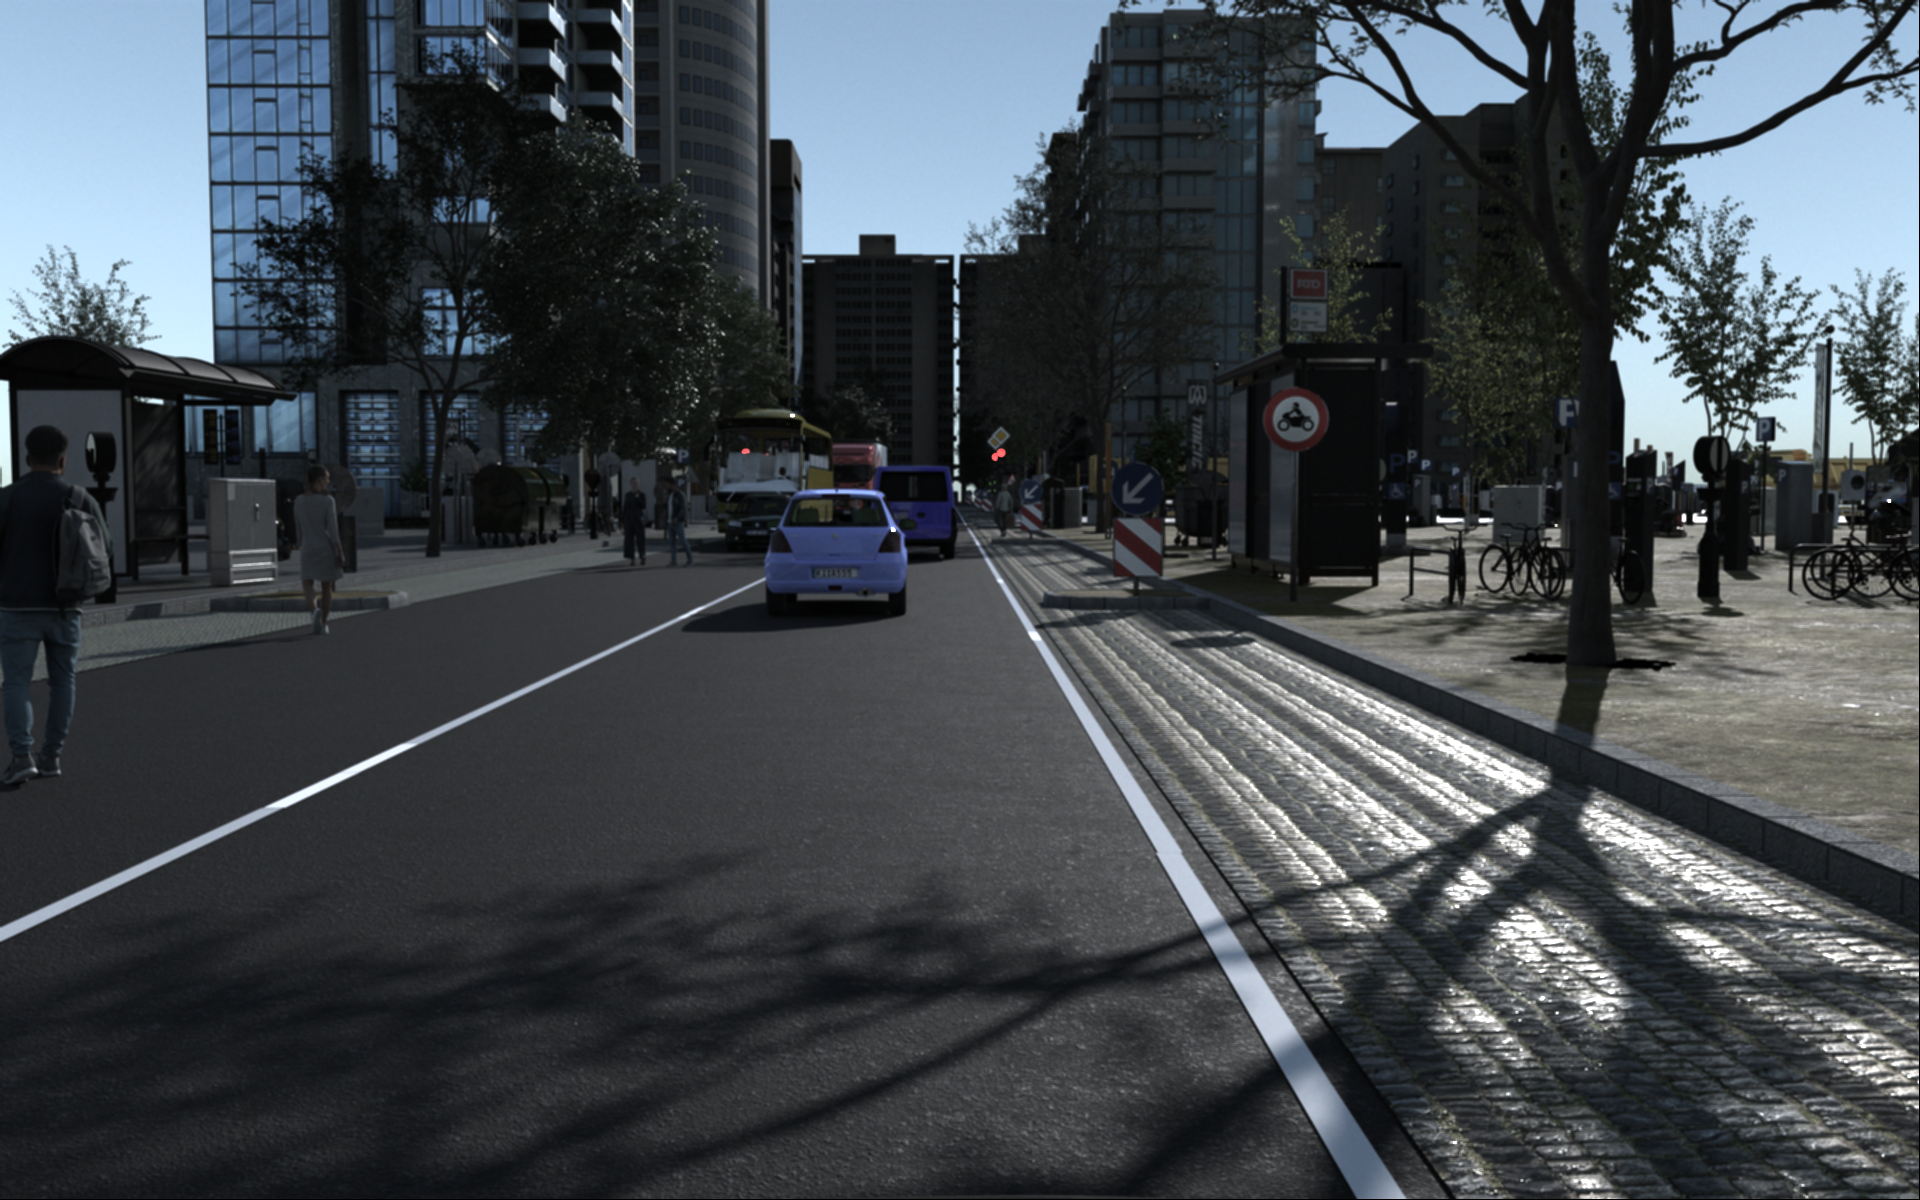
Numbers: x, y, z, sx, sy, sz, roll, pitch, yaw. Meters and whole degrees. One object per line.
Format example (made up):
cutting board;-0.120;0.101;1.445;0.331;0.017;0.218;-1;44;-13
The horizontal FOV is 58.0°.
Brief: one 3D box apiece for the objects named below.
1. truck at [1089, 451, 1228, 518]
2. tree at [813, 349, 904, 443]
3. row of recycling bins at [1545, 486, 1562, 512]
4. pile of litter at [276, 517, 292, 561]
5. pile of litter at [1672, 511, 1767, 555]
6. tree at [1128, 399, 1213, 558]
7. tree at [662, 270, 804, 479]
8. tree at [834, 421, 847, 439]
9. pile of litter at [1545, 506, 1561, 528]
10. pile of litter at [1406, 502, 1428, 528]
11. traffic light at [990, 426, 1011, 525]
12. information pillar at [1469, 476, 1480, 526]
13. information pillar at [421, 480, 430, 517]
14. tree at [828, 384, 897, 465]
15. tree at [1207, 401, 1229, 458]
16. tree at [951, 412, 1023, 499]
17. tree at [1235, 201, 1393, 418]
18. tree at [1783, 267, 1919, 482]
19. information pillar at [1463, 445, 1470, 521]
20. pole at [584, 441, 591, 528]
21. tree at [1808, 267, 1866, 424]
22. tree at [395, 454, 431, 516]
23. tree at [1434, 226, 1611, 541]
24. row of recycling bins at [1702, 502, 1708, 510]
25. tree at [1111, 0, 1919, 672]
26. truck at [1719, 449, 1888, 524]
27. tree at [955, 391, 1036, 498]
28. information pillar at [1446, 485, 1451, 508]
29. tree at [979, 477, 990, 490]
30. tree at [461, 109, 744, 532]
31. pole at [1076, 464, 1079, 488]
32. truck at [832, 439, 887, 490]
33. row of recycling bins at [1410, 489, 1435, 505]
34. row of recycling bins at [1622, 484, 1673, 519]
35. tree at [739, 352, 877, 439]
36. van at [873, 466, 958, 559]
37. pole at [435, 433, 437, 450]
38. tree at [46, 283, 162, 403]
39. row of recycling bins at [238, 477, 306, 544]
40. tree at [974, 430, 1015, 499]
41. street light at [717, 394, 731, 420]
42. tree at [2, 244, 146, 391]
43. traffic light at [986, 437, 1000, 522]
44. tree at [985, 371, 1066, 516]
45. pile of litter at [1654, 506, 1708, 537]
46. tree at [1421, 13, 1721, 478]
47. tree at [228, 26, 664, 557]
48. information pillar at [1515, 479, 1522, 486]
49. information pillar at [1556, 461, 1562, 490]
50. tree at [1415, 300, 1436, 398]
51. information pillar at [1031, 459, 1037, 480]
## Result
truck;10.546;-4.852;75.255;9.791;3.379;3.469;0;4;2
tree;-13.492;-22.807;228.789;12.611;20.169;13.585;0;3;0
row of recycling bins;31.563;-5.157;91.434;1.069;1.692;3.534;-3;5;-44
pile of litter;-13.521;-1.189;33.401;1.176;0.858;1.719;0;4;7
pile of litter;16.262;-1.405;36.935;1.719;0.858;1.176;2;4;31
tree;4.288;-2.481;35.166;1.663;3.219;1.824;0;3;0
tree;-11.724;-10.406;88.266;7.486;12.596;7.792;0;3;0
tree;-13.003;-13.611;172.906;4.737;8.622;4.395;0;3;0
pile of litter;22.526;-3.158;65.595;1.176;0.858;1.719;3;4;36
pile of litter;17.302;-3.230;66.780;1.719;0.858;1.176;0;4;-6
traffic light;1.674;-5.058;71.621;0.839;4.253;0.868;0;4;0
information pillar;21.006;-4.051;70.724;0.304;2.012;0.304;-1;4;-10
information pillar;-26.160;-4.909;84.752;0.304;2.012;0.304;2;4;31
tree;-11.751;-17.941;199.998;9.857;13.997;8.962;0;3;0
tree;20.387;-11.203;133.538;4.360;8.622;3.978;0;3;0
tree;3.263;-18.735;223.328;9.611;12.733;9.660;0;3;0
tree;9.093;-5.753;44.426;4.360;8.622;3.978;0;3;0
tree;29.915;-6.458;55.953;4.737;8.622;4.395;0;3;0
information pillar;24.365;-5.621;83.265;0.183;3.616;0.504;-1;4;-9
pole;-14.040;-4.368;65.252;0.158;3.312;0.155;0;3;0
tree;18.893;-5.651;42.752;4.737;8.622;4.395;0;3;0
tree;-25.720;-5.367;82.357;1.663;3.219;1.824;0;3;0
tree;16.025;-5.962;47.836;4.360;8.622;3.978;0;3;0
row of recycling bins;61.034;-8.263;142.212;1.069;1.692;3.534;3;4;39
tree;4.653;-6.251;12.568;12.009;13.543;11.850;0;3;0
truck;37.716;-4.905;76.119;9.791;3.379;3.469;0;3;0
tree;3.023;-13.043;147.668;7.601;10.594;8.767;0;3;0
information pillar;39.698;-8.333;140.739;0.304;2.012;0.304;-3;5;-42
tree;2.818;-12.018;191.099;1.663;3.219;1.824;0;3;0
tree;-11.935;-9.252;57.928;9.857;13.997;8.962;0;3;0
pole;7.880;-7.470;115.970;0.158;3.312;0.155;0;3;0
truck;-5.358;-6.185;90.037;2.839;4.237;11.283;0;4;1
row of recycling bins;34.653;-7.620;131.695;1.069;1.692;3.534;-2;4;-33
row of recycling bins;27.001;-3.738;68.221;3.534;1.692;1.069;-3;5;-40
tree;-11.336;-10.852;111.849;8.767;10.594;7.601;-3;5;-42
van;-1.104;-2.175;39.945;2.240;2.365;5.245;0;4;-2
pole;-17.328;-3.896;57.547;0.158;3.312;0.155;0;3;0
tree;-29.467;-6.711;60.088;4.737;8.622;4.395;0;3;0
row of recycling bins;-17.749;-2.288;44.524;1.069;1.692;3.534;0;4;3
tree;3.571;-15.256;199.802;4.360;8.622;3.978;0;3;0
street light;-10.851;-6.541;79.739;0.468;5.910;1.993;0;4;0
tree;-25.738;-6.148;50.885;4.360;8.622;3.978;0;3;0
traffic light;1.613;-5.546;79.606;0.839;4.253;0.868;0;4;0
tree;3.762;-9.144;99.863;4.737;8.622;4.395;0;3;0
pile of litter;21.011;-2.286;51.342;1.176;0.858;1.719;-3;5;-40
tree;9.449;-4.645;26.306;4.737;8.622;4.395;0;3;0
tree;-10.481;-6.140;34.799;7.601;10.594;8.767;2;4;35
information pillar;26.428;-4.741;82.007;0.304;2.012;0.304;1;4;9
information pillar;40.676;-7.709;117.388;0.504;3.616;0.183;2;4;34
tree;16.719;-6.463;56.026;4.360;8.622;3.978;0;3;0
information pillar;4.741;-7.323;111.093;0.183;3.616;0.504;-3;5;-44
